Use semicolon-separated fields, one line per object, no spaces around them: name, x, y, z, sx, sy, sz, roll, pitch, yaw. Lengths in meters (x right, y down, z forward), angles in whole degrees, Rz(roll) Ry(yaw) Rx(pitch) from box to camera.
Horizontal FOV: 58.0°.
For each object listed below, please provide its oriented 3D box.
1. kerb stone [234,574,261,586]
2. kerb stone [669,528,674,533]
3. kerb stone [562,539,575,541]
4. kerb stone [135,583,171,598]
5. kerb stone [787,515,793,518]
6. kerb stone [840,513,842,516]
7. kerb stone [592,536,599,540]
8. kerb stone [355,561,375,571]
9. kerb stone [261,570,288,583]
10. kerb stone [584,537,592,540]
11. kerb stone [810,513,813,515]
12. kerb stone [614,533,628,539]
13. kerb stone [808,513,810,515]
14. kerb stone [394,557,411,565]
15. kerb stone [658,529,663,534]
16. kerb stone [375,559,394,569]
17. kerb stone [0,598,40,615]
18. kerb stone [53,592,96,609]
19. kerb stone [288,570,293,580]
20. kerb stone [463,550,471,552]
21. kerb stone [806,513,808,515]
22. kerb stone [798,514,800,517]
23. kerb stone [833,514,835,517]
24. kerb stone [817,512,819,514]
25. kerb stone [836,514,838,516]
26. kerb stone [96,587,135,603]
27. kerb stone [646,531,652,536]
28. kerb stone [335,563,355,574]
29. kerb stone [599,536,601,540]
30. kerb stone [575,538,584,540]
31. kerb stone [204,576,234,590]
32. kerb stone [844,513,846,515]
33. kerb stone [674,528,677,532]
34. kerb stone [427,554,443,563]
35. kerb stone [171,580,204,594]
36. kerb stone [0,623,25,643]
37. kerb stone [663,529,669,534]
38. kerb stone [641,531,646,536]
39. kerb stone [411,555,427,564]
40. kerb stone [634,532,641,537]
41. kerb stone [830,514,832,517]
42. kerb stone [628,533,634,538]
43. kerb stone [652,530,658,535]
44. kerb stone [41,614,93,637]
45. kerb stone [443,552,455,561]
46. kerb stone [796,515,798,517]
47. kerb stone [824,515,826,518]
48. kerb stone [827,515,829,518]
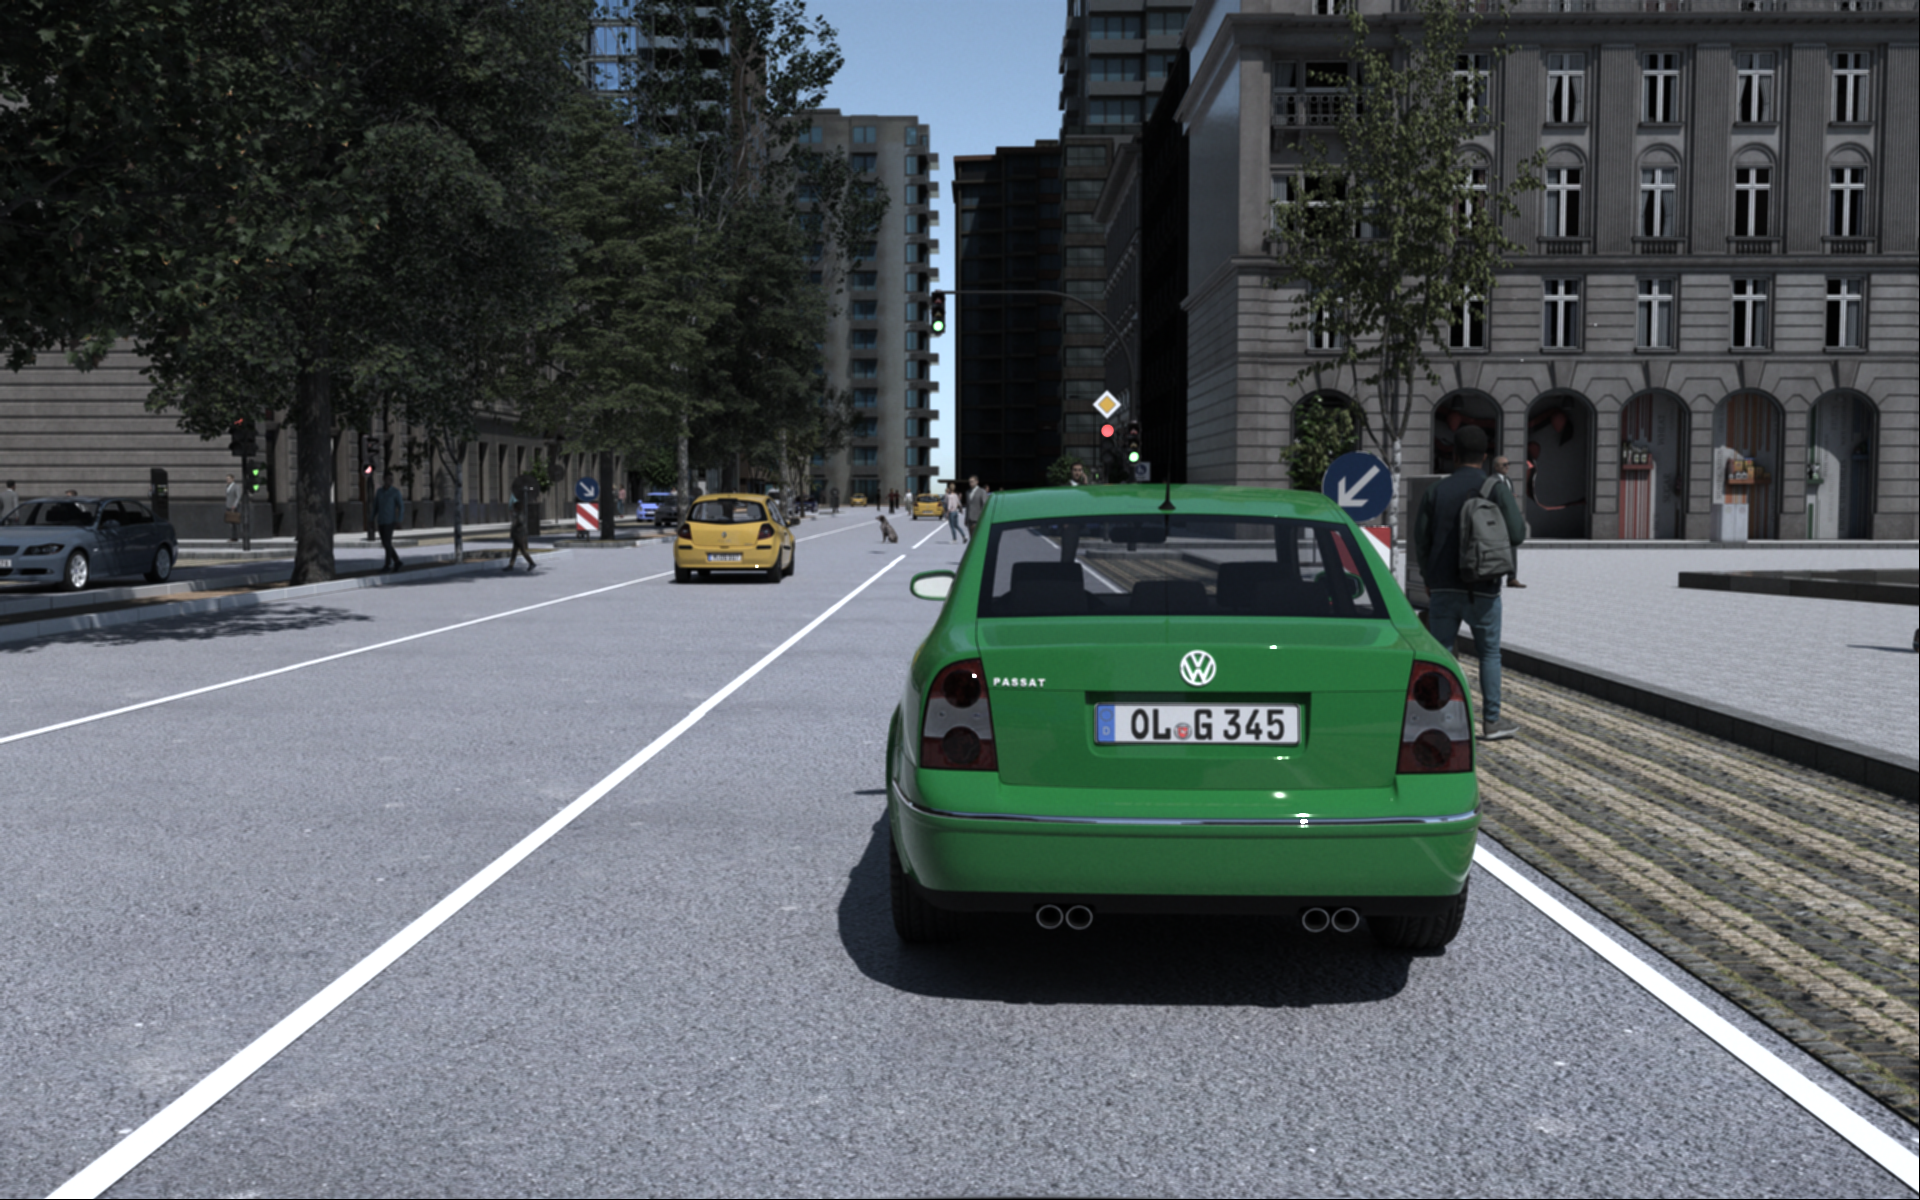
kerb stone;-11.253;-0.301;27.117;0.120;0.150;1.000;0;4;1
kerb stone;-10.744;-2.528;63.532;0.120;0.150;1.000;0;4;1
kerb stone;-10.962;-1.583;48.161;0.120;0.150;1.000;0;4;1
kerb stone;-11.290;-0.112;24.046;0.120;0.150;1.000;0;4;1
kerb stone;-10.185;-4.973;103.504;0.120;0.150;1.000;0;4;1
kerb stone;-7.961;-5.538;112.748;0.120;0.150;1.000;0;4;1
kerb stone;-10.913;-1.776;51.236;0.120;0.150;1.000;0;4;1
kerb stone;-11.176;-0.614;32.236;0.120;0.150;1.000;0;4;1
kerb stone;-11.224;-0.363;28.139;0.120;0.150;1.000;0;4;1
kerb stone;-10.924;-1.714;50.214;0.120;0.150;1.000;0;4;1
kerb stone;-10.030;-5.663;114.790;0.120;0.150;1.000;0;4;1
kerb stone;-10.860;-2.027;55.329;0.120;0.150;1.000;0;4;1
kerb stone;-10.064;-5.538;112.746;0.120;0.150;1.000;0;4;1
kerb stone;-11.149;-0.739;34.294;0.120;0.150;1.000;0;4;1
kerb stone;-10.771;-2.403;61.479;0.120;0.150;1.000;0;4;1
kerb stone;-11.162;-0.676;33.269;0.120;0.150;1.000;0;4;1
kerb stone;-11.339;0.075;20.969;0.120;0.150;1.000;0;4;1
kerb stone;-11.318;0.012;21.995;0.120;0.150;1.000;0;4;1
kerb stone;-11.224;-0.426;29.168;0.120;0.150;1.000;0;4;1
kerb stone;-11.095;-0.990;38.387;0.120;0.150;1.000;0;4;1
kerb stone;-10.081;-5.476;111.721;0.120;0.150;1.000;0;4;1
kerb stone;-10.143;-5.156;106.582;0.120;0.150;1.000;0;4;1
kerb stone;-8.035;-5.223;107.622;0.120;0.150;1.000;0;4;1
kerb stone;-9.976;-5.914;118.893;0.120;0.150;1.000;0;4;1
kerb stone;-8.003;-5.348;109.674;0.120;0.150;1.000;0;4;1
kerb stone;-11.306;-0.050;23.022;0.120;0.150;1.000;0;4;1
kerb stone;-10.802;-2.278;59.435;0.120;0.150;1.000;0;4;1
kerb stone;-11.187;-0.552;31.214;0.120;0.150;1.000;0;4;1
kerb stone;-10.897;-1.839;52.258;0.120;0.150;1.000;0;4;1
kerb stone;-10.936;-1.648;49.187;0.120;0.150;1.000;0;4;1
kerb stone;-11.258;-0.238;26.095;0.120;0.150;1.000;0;4;1
kerb stone;-7.918;-5.726;115.819;0.120;0.150;1.000;0;4;1
kerb stone;-10.734;-2.588;64.555;0.120;0.150;1.000;0;4;1
kerb stone;-11.116;-0.861;36.341;0.120;0.150;1.000;0;4;1
kerb stone;-11.272;-0.176;25.069;0.120;0.150;1.000;0;4;1
kerb stone;-9.287;0.328;16.828;0.120;0.150;1.000;0;4;1
kerb stone;-10.750;-2.465;62.505;0.120;0.150;1.000;0;4;1
kerb stone;-10.818;-2.214;58.413;0.120;0.150;1.000;0;4;1
kerb stone;-11.136;-0.799;35.319;0.120;0.150;1.000;0;4;1
kerb stone;-10.830;-2.153;57.391;0.120;0.150;1.000;0;4;1
kerb stone;-8.065;-5.098;105.577;0.120;0.150;1.000;0;4;1
kerb stone;-10.851;-2.090;56.364;0.120;0.150;1.000;0;4;1
kerb stone;-10.783;-2.338;60.457;0.120;0.150;1.000;0;4;1
kerb stone;-9.281;0.266;17.853;0.120;0.150;1.000;0;4;1
kerb stone;-11.111;-0.922;37.363;0.120;0.150;1.000;0;4;1
kerb stone;-10.160;-5.091;105.554;0.120;0.150;1.000;0;4;1
kerb stone;-8.125;-4.848;101.465;0.120;0.150;1.000;0;4;1
kerb stone;-8.095;-4.974;103.525;0.120;0.150;1.000;0;4;1
